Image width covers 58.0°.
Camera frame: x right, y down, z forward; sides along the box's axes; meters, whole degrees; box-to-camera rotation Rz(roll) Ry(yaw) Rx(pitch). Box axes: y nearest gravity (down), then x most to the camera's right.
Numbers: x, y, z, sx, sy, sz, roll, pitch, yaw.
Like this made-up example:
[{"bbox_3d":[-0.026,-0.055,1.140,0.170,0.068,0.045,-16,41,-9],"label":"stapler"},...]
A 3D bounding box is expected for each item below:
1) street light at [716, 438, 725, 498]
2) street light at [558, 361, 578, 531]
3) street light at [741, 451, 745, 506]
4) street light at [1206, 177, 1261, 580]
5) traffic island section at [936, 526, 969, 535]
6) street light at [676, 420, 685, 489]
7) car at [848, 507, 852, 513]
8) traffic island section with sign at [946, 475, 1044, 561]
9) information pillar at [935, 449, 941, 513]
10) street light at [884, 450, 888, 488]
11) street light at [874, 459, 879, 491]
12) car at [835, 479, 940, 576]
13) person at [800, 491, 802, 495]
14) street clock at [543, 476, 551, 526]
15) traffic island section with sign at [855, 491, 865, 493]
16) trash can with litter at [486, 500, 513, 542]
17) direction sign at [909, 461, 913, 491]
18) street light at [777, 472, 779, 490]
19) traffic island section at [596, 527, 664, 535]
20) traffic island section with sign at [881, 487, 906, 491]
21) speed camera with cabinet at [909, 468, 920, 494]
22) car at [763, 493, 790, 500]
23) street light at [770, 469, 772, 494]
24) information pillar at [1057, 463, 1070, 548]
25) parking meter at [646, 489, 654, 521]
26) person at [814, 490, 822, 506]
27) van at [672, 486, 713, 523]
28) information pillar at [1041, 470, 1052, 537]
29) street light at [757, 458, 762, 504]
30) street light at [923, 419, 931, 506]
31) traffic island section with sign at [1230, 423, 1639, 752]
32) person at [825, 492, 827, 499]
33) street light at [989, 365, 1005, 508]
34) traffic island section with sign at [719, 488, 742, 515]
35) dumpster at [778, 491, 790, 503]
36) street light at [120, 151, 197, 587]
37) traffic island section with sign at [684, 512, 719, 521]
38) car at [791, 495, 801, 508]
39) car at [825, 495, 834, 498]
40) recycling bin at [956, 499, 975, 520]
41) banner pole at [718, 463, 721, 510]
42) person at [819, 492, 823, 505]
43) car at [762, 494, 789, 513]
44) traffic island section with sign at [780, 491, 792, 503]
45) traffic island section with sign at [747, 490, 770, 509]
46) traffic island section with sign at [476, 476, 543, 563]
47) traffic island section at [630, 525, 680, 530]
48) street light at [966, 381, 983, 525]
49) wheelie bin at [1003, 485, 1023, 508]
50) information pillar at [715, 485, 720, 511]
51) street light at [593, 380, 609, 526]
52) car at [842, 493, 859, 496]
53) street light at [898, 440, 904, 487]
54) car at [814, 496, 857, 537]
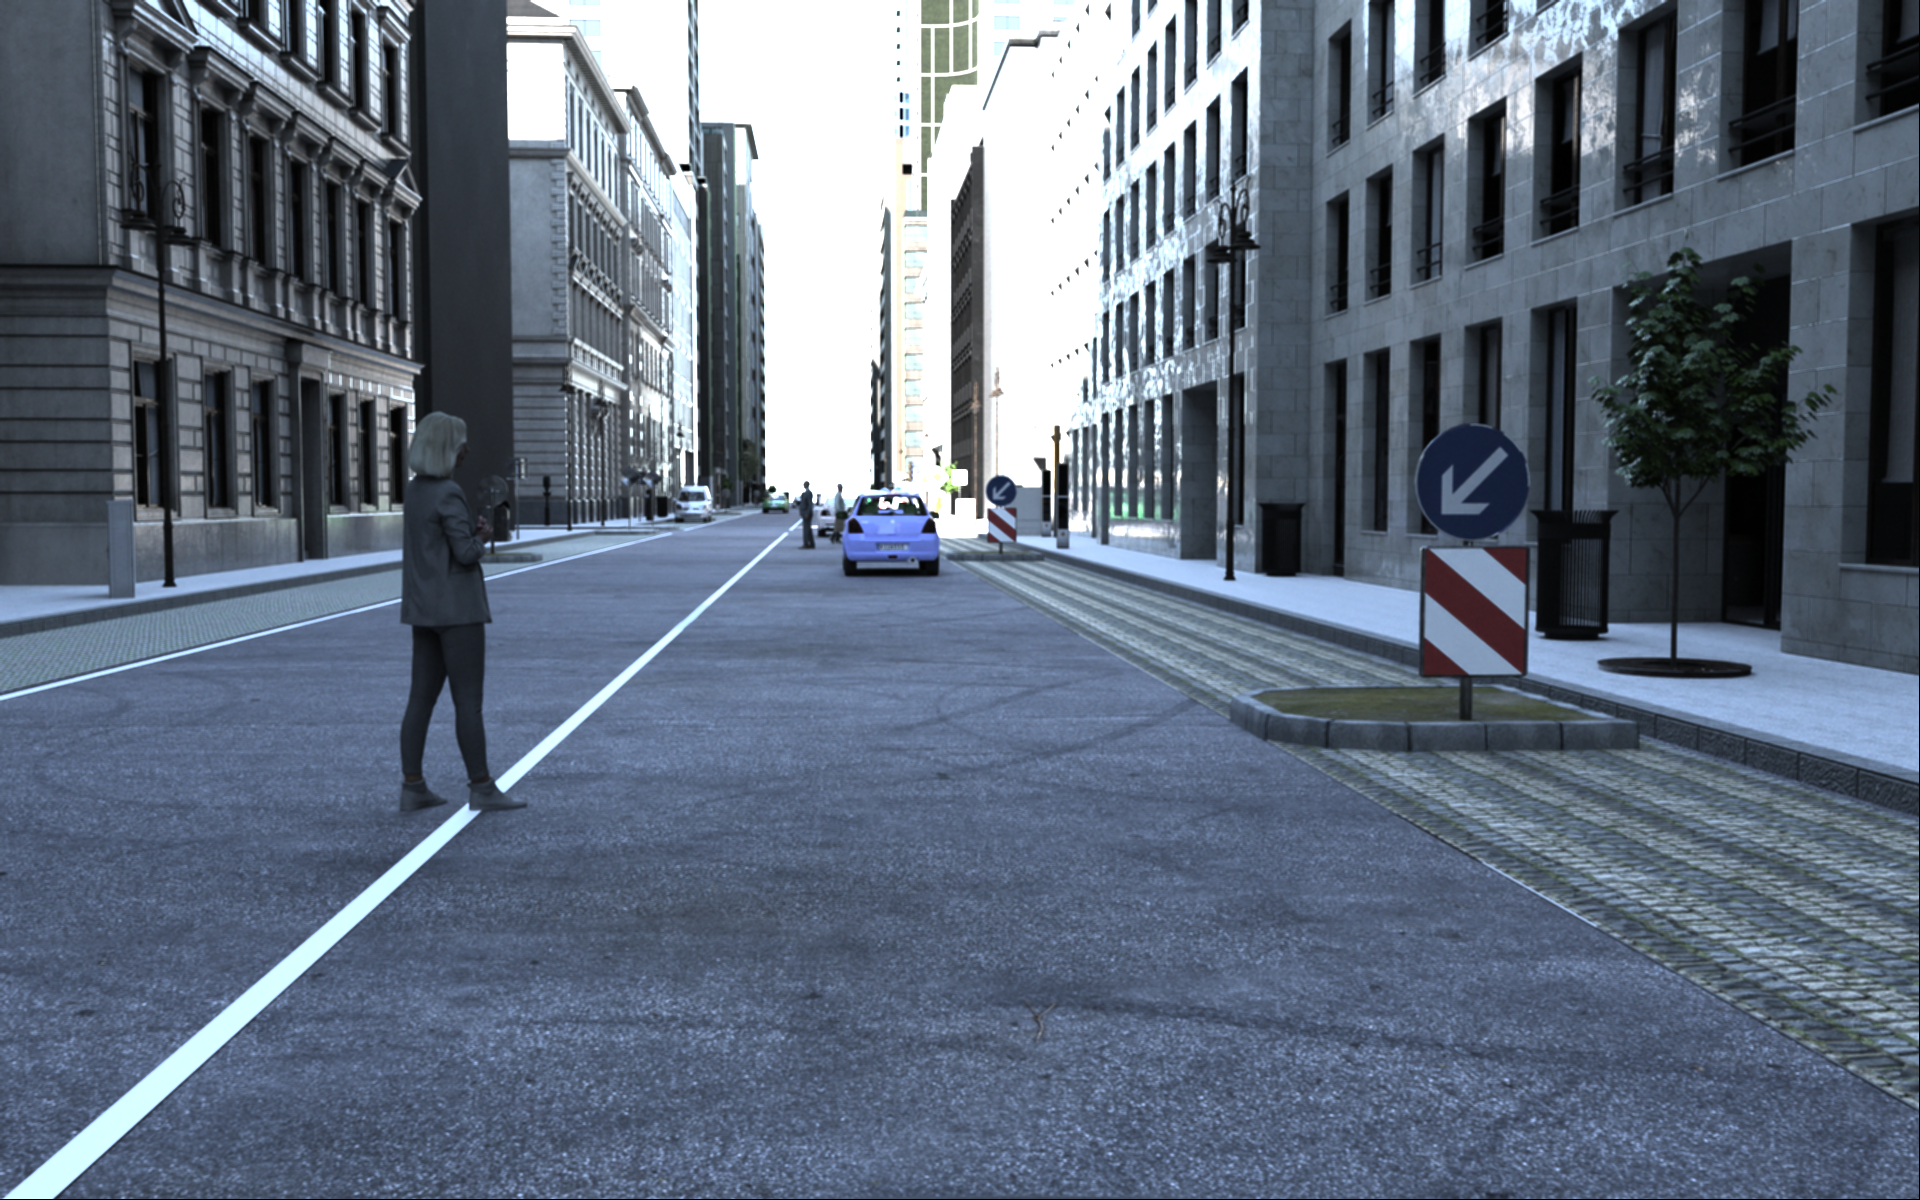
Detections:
[{"bbox_3d":[-19.984,-10.580,145.774,0.468,5.910,1.993,0,4,-4],"label":"street light"},{"bbox_3d":[-13.634,-5.353,60.312,0.468,5.910,1.993,0,4,-4],"label":"street light"},{"bbox_3d":[-22.862,-12.829,182.549,0.468,5.910,1.993,0,4,-4],"label":"street light"},{"bbox_3d":[4.023,-3.233,25.652,0.468,5.910,1.993,0,4,-4],"label":"street light"},{"bbox_3d":[-0.788,-2.448,62.306,2.009,0.180,2.903,0,4,-4],"label":"traffic island section"},{"bbox_3d":[-17.139,-8.161,106.217,0.468,5.910,1.993,0,4,-4],"label":"street light"},{"bbox_3d":[-1.762,-1.981,41.983,1.945,1.707,3.694,0,4,-3],"label":"car"},{"bbox_3d":[0.719,-1.775,37.645,1.989,1.847,2.006,0,4,-4],"label":"traffic island section with sign"},{"bbox_3d":[-1.139,-6.038,90.075,0.183,3.616,0.504,2,4,27],"label":"information pillar"},{"bbox_3d":[-7.900,-12.903,183.743,0.468,5.910,1.993,0,4,-4],"label":"street light"},{"bbox_3d":[-11.166,-15.743,230.185,0.468,5.910,1.993,0,4,-4],"label":"street light"},{"bbox_3d":[-1.306,-1.353,31.712,1.945,1.707,3.694,0,4,-5],"label":"car"},{"bbox_3d":[-21.207,-13.666,232.070,1.348,1.807,0.705,-2,4,-32],"label":"person"},{"bbox_3d":[-16.631,-3.987,69.750,0.358,2.002,0.471,0,4,-5],"label":"street clock"},{"bbox_3d":[-11.125,-11.516,196.908,1.989,1.847,2.006,0,4,-4],"label":"traffic island section with sign"},{"bbox_3d":[-12.423,-2.162,46.728,0.624,1.170,1.055,0,4,-5],"label":"trash can with litter"},{"bbox_3d":[-3.420,-7.864,120.568,0.379,3.537,0.876,-1,4,-21],"label":"direction sign"},{"bbox_3d":[-31.642,-20.104,301.487,0.468,5.910,1.993,0,4,-4],"label":"street light"},{"bbox_3d":[-11.749,-2.399,61.499,2.009,0.180,2.903,0,4,-4],"label":"traffic island section"},{"bbox_3d":[-3.342,-5.114,92.249,1.989,1.847,2.006,0,4,-4],"label":"traffic island section with sign"},{"bbox_3d":[-3.543,-8.573,134.506,0.660,3.252,2.038,1,4,9],"label":"speed camera with cabinet"},{"bbox_3d":[-14.340,-7.717,135.210,2.155,1.783,4.494,0,4,-6],"label":"car"},{"bbox_3d":[-28.880,-17.872,264.996,0.468,5.910,1.993,0,4,-4],"label":"street light"},{"bbox_3d":[2.436,-2.230,40.950,0.304,2.012,0.304,0,4,3],"label":"information pillar"},{"bbox_3d":[-14.974,-4.601,83.631,0.372,1.533,0.369,0,3,0],"label":"parking meter"},{"bbox_3d":[-14.465,-10.224,175.643,1.348,1.826,0.705,3,5,39],"label":"person"},{"bbox_3d":[-13.432,-4.906,87.216,2.013,2.044,4.112,0,4,-5],"label":"van"},{"bbox_3d":[2.594,-2.905,51.995,0.304,2.012,0.304,0,4,-1],"label":"information pillar"},{"bbox_3d":[-26.206,-15.651,228.686,0.468,5.910,1.993,0,4,-4],"label":"street light"},{"bbox_3d":[-2.081,-8.227,107.292,0.468,5.910,1.993,0,4,-4],"label":"street light"},{"bbox_3d":[2.724,-0.116,10.521,1.989,1.847,2.006,0,4,-4],"label":"traffic island section with sign"},{"bbox_3d":[-19.616,-15.000,253.834,0.705,1.814,1.350,-1,4,-20],"label":"person"},{"bbox_3d":[1.324,-5.455,61.984,0.468,5.910,1.993,0,4,-4],"label":"street light"},{"bbox_3d":[-16.054,-6.759,119.143,1.989,1.847,2.006,0,4,-4],"label":"traffic island section with sign"},{"bbox_3d":[-26.162,-15.235,257.302,1.865,1.857,1.264,0,4,-3],"label":"dumpster"},{"bbox_3d":[-10.943,-3.120,23.800,0.468,5.910,1.993,0,4,-4],"label":"street light"},{"bbox_3d":[-14.035,-5.115,92.263,1.989,1.847,2.006,0,4,-4],"label":"traffic island section with sign"},{"bbox_3d":[-16.864,-10.497,183.981,2.083,1.381,4.827,0,4,-4],"label":"car"},{"bbox_3d":[-16.004,-12.545,217.467,2.083,1.381,4.827,0,4,-6],"label":"car"},{"bbox_3d":[0.276,-4.436,85.085,0.722,1.027,0.722,-2,4,-25],"label":"recycling bin"},{"bbox_3d":[-19.373,-9.149,139.606,0.401,3.779,0.863,1,4,12],"label":"banner pole"},{"bbox_3d":[-18.695,-13.650,232.342,0.551,1.740,0.621,-2,4,-34],"label":"person"},{"bbox_3d":[-13.885,-7.442,130.470,1.959,1.807,4.718,0,4,-2],"label":"car"},{"bbox_3d":[-27.882,-16.503,278.449,1.989,1.847,2.006,0,4,-4],"label":"traffic island section with sign"},{"bbox_3d":[-19.704,-9.768,168.339,1.989,1.847,2.006,0,4,-4],"label":"traffic island section with sign"},{"bbox_3d":[-9.893,-1.704,36.495,1.989,1.847,2.006,0,4,-4],"label":"traffic island section with sign"},{"bbox_3d":[-12.341,-2.886,69.462,2.009,0.180,2.903,0,4,-4],"label":"traffic island section"},{"bbox_3d":[0.645,-6.005,70.977,0.468,5.910,1.993,0,4,-4],"label":"street light"},{"bbox_3d":[1.884,-3.142,59.273,0.980,1.594,0.693,-1,4,-21],"label":"wheelie bin"},{"bbox_3d":[-18.791,-7.927,134.101,0.304,2.012,0.304,-1,4,-20],"label":"information pillar"},{"bbox_3d":[-14.354,-5.910,69.423,0.468,5.910,1.993,0,4,-4],"label":"street light"},{"bbox_3d":[-4.708,-4.142,76.517,1.959,1.807,4.718,0,4,-5],"label":"car"},{"bbox_3d":[-5.004,-10.656,147.019,0.468,5.910,1.993,0,4,-4],"label":"street light"},{"bbox_3d":[-3.992,-2.900,59.771,2.083,1.381,4.827,0,4,-5],"label":"car"}]
